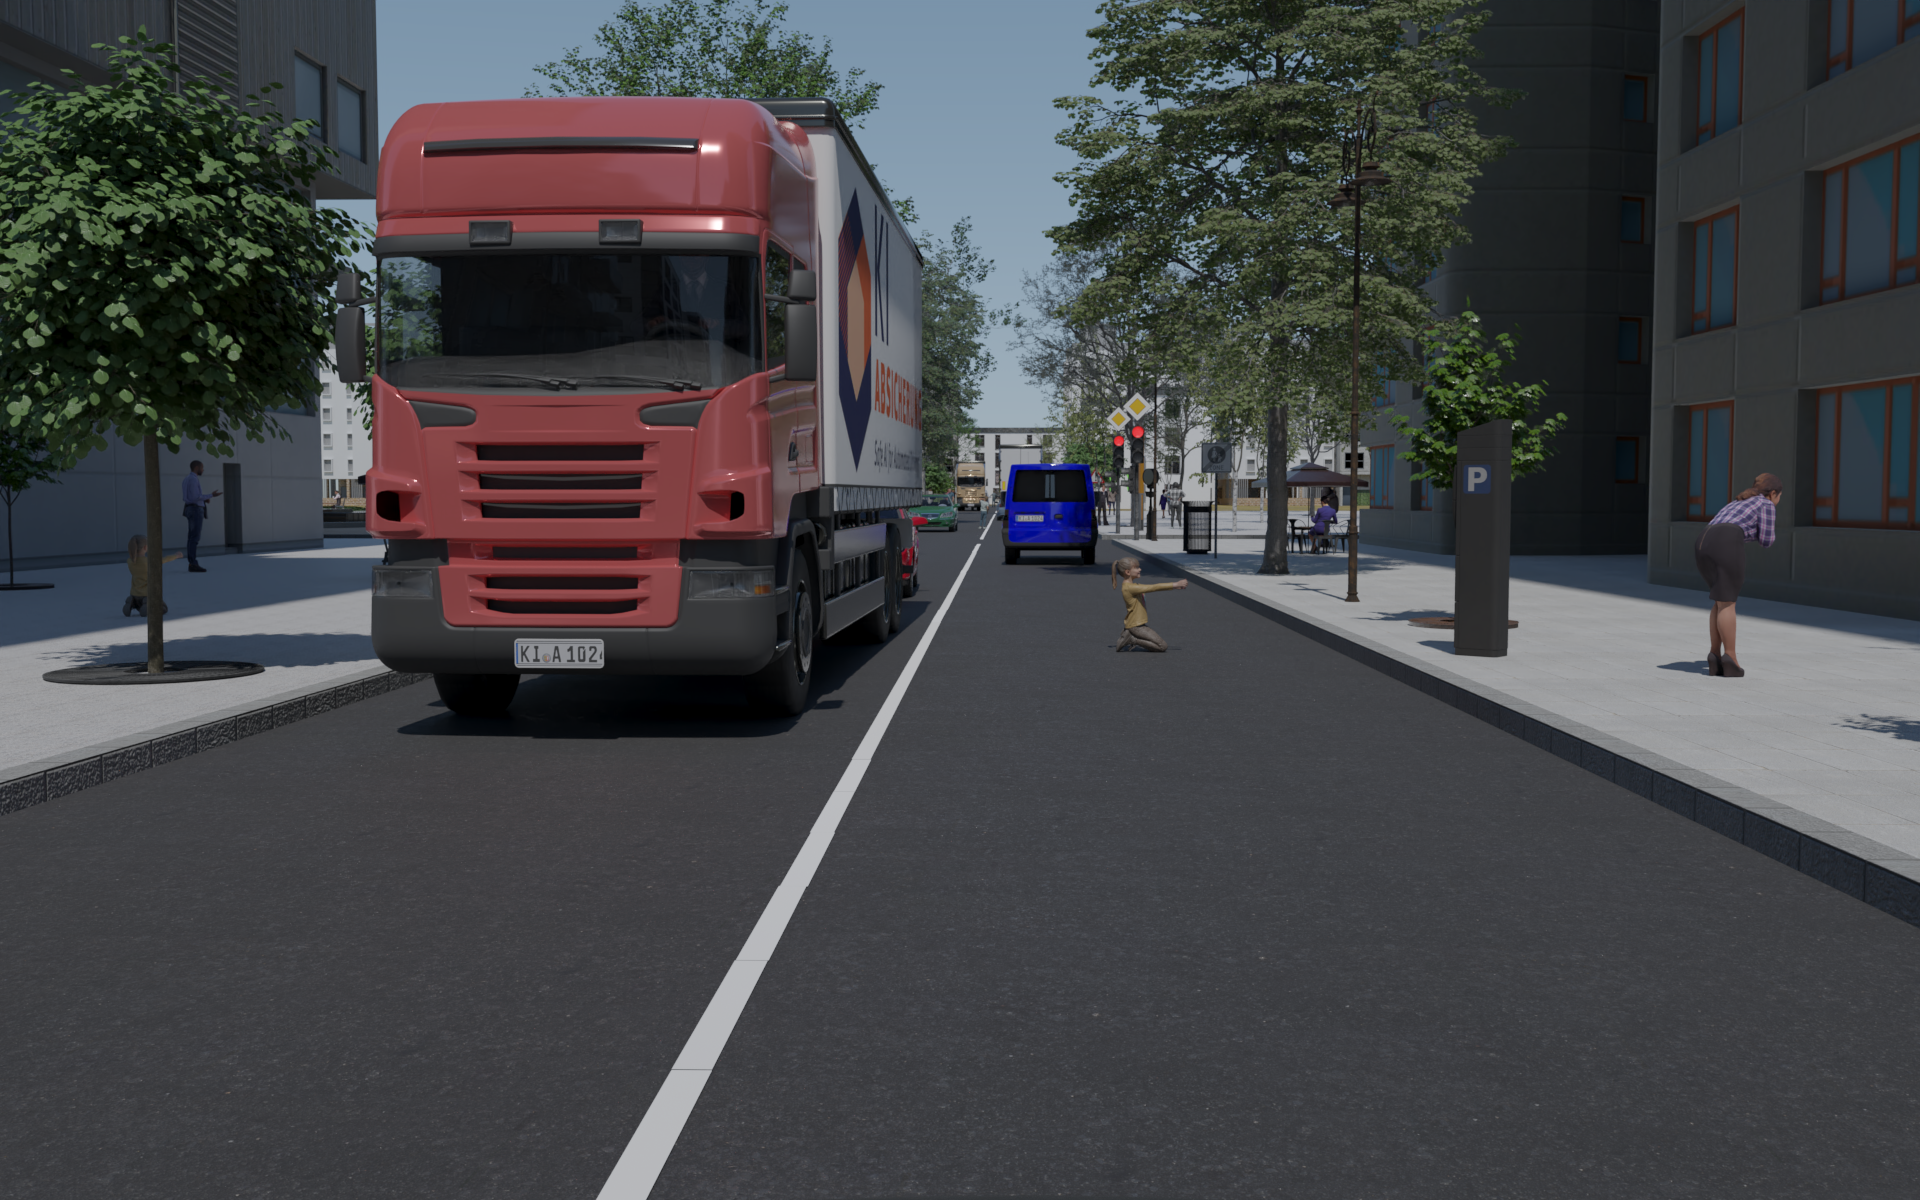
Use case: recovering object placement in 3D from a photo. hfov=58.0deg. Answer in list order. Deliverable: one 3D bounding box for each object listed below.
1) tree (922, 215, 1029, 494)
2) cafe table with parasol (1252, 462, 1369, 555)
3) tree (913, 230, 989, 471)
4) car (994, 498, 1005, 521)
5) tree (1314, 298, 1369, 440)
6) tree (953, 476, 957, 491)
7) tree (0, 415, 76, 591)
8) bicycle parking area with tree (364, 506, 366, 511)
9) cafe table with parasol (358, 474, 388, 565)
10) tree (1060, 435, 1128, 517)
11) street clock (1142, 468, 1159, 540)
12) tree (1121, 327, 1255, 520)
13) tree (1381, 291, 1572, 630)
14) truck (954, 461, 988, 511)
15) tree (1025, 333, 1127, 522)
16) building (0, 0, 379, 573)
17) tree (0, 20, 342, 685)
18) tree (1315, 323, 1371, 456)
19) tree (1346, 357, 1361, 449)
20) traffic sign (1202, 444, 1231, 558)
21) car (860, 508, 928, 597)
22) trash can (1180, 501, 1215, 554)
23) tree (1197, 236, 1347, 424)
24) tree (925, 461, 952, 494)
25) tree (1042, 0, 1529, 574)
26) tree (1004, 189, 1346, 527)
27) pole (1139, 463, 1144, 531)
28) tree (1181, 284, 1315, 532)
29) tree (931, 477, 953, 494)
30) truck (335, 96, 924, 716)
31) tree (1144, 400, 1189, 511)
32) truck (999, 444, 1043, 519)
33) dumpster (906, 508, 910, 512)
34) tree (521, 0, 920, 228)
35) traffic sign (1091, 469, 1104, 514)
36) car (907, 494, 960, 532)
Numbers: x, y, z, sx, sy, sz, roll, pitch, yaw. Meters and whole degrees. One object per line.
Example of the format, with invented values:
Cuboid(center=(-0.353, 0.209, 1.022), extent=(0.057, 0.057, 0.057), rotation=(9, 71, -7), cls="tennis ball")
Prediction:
Cuboid(center=(-1.961, -16.078, 118.760), extent=(12.611, 20.169, 13.585), rotation=(0, 3, 0), cls="tree")
Cuboid(center=(7.500, -1.981, 37.250), extent=(2.610, 1.966, 2.610), rotation=(3, 5, 44), cls="cafe table with parasol")
Cuboid(center=(-3.389, -10.823, 83.614), extent=(9.857, 13.997, 8.962), rotation=(0, 3, 0), cls="tree")
Cuboid(center=(2.876, -5.046, 94.497), extent=(2.014, 1.417, 4.499), rotation=(0, 4, 2), cls="car")
Cuboid(center=(21.852, -10.046, 90.008), extent=(9.928, 11.665, 9.643), rotation=(0, 3, 0), cls="tree")
Cuboid(center=(-1.162, -10.452, 165.494), extent=(1.663, 3.219, 1.824), rotation=(0, 3, 0), cls="tree")
Cuboid(center=(-12.753, -1.766, 23.478), extent=(1.663, 3.219, 1.824), rotation=(0, 3, 0), cls="tree")
Cuboid(center=(-33.904, -7.575, 110.852), extent=(9.016, 4.147, 8.231), rotation=(-1, 4, -10), cls="bicycle parking area with tree")
Cuboid(center=(-7.869, -1.317, 26.403), extent=(2.610, 1.966, 2.610), rotation=(-2, 4, -30), cls="cafe table with parasol")
Cuboid(center=(7.840, -7.035, 98.740), extent=(4.285, 4.588, 4.351), rotation=(0, 3, 0), cls="tree")
Cuboid(center=(5.359, -2.697, 48.665), extent=(0.358, 2.002, 0.471), rotation=(-3, 4, -36), cls="street clock")
Cuboid(center=(11.051, -9.182, 84.532), extent=(7.601, 10.594, 8.767), rotation=(1, 4, 12), cls="tree")
Cuboid(center=(4.770, -1.351, 16.690), extent=(1.663, 3.219, 1.824), rotation=(0, 3, 0), cls="tree")
Cuboid(center=(0.938, -9.765, 148.569), extent=(2.839, 4.237, 11.283), rotation=(0, 4, 0), cls="truck")
Cuboid(center=(6.024, -7.732, 76.779), extent=(4.737, 8.622, 4.395), rotation=(0, 3, 0), cls="tree")
Cuboid(center=(-27.823, -26.913, 29.275), extent=(27.495, 52.752, 28.713), rotation=(0, 4, 2), cls="building")
Cuboid(center=(-5.793, -1.739, 12.142), extent=(4.285, 4.588, 4.351), rotation=(0, 3, 0), cls="tree")
Cuboid(center=(15.495, -7.011, 64.992), extent=(4.737, 8.622, 4.395), rotation=(0, 3, 0), cls="tree")
Cuboid(center=(20.689, -11.671, 101.186), extent=(12.009, 13.543, 11.850), rotation=(0, 3, 0), cls="tree")
Cuboid(center=(5.089, -1.975, 34.425), extent=(0.606, 2.300, 0.079), rotation=(0, 4, 4), cls="traffic sign")
Cuboid(center=(-1.540, -1.002, 25.420), extent=(2.155, 1.783, 4.494), rotation=(0, 3, 0), cls="car")
Cuboid(center=(5.072, -1.551, 37.014), extent=(0.748, 1.137, 0.748), rotation=(0, 3, 0), cls="trash can")
Cuboid(center=(20.038, -15.981, 117.183), extent=(12.611, 20.169, 13.585), rotation=(0, 3, 0), cls="tree")
Cuboid(center=(-2.373, -10.426, 154.179), extent=(4.285, 4.588, 4.351), rotation=(0, 3, 0), cls="tree")
Cuboid(center=(5.104, -6.721, 28.019), extent=(7.486, 12.596, 7.792), rotation=(0, 3, 0), cls="tree")
Cuboid(center=(6.753, -9.605, 67.404), extent=(12.009, 13.543, 11.850), rotation=(0, 3, 0), cls="tree")
Cuboid(center=(6.304, -4.068, 60.348), extent=(0.158, 3.312, 0.155), rotation=(0, 3, 0), cls="pole")
Cuboid(center=(9.334, -6.620, 58.608), extent=(4.737, 8.622, 4.395), rotation=(0, 3, 0), cls="tree")
Cuboid(center=(-1.942, -10.166, 160.811), extent=(1.663, 3.219, 1.824), rotation=(0, 3, 0), cls="tree")
Cuboid(center=(-1.975, -1.573, 14.628), extent=(2.839, 4.237, 11.283), rotation=(0, 4, 3), cls="truck")
Cuboid(center=(15.358, -10.895, 128.488), extent=(4.360, 8.622, 3.978), rotation=(0, 3, 0), cls="tree")
Cuboid(center=(3.673, -6.990, 103.200), extent=(2.839, 4.237, 11.283), rotation=(0, 4, 3), cls="truck")
Cuboid(center=(-2.933, -6.053, 104.729), extent=(1.264, 1.857, 1.865), rotation=(0, 4, 1), cls="dumpster")
Cuboid(center=(-4.867, -6.724, 35.700), extent=(9.928, 11.665, 9.643), rotation=(0, 3, 0), cls="tree")
Cuboid(center=(6.637, -5.176, 84.626), extent=(0.884, 2.594, 0.081), rotation=(0, 4, 8), cls="traffic sign")
Cuboid(center=(-1.038, -3.365, 66.819), extent=(2.131, 1.459, 4.920), rotation=(0, 4, 2), cls="car")
